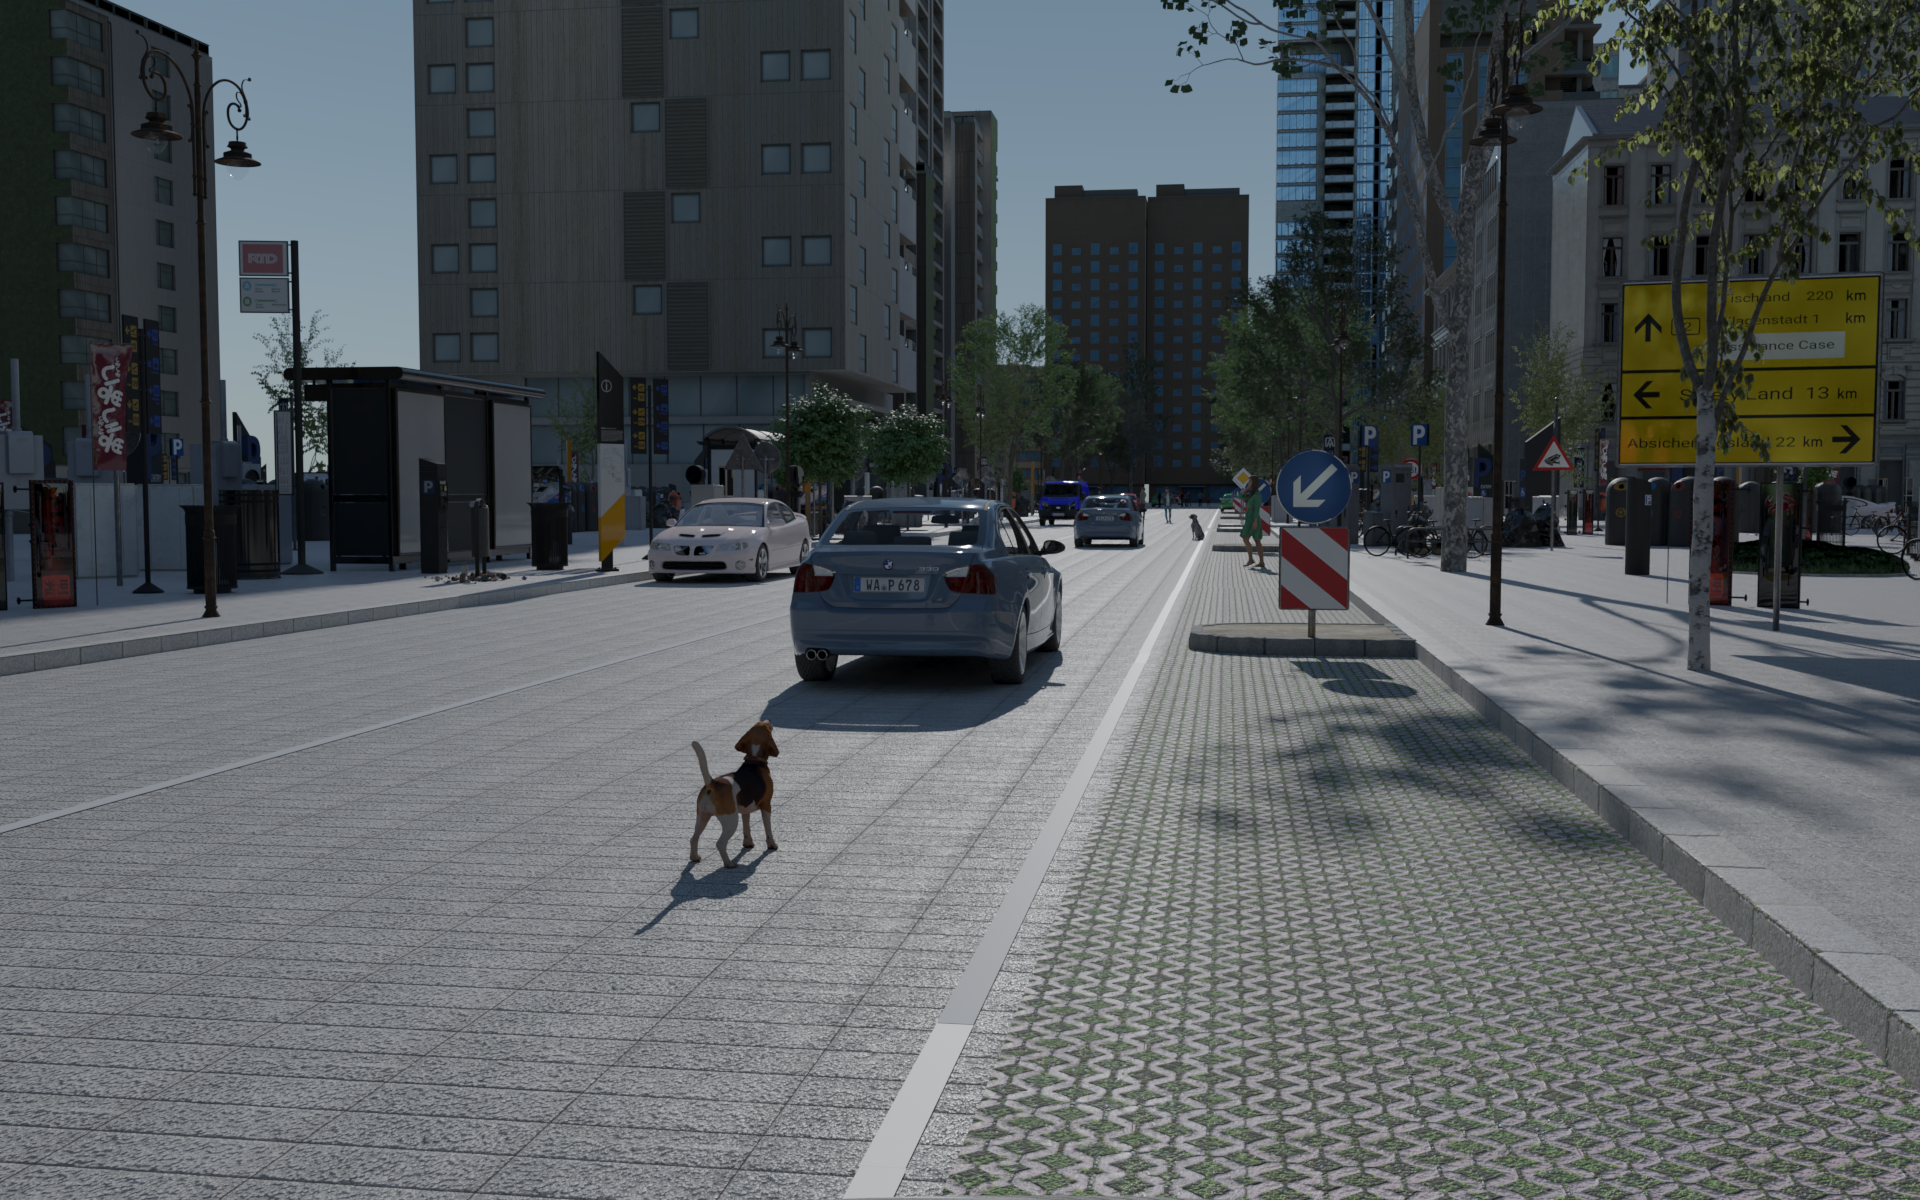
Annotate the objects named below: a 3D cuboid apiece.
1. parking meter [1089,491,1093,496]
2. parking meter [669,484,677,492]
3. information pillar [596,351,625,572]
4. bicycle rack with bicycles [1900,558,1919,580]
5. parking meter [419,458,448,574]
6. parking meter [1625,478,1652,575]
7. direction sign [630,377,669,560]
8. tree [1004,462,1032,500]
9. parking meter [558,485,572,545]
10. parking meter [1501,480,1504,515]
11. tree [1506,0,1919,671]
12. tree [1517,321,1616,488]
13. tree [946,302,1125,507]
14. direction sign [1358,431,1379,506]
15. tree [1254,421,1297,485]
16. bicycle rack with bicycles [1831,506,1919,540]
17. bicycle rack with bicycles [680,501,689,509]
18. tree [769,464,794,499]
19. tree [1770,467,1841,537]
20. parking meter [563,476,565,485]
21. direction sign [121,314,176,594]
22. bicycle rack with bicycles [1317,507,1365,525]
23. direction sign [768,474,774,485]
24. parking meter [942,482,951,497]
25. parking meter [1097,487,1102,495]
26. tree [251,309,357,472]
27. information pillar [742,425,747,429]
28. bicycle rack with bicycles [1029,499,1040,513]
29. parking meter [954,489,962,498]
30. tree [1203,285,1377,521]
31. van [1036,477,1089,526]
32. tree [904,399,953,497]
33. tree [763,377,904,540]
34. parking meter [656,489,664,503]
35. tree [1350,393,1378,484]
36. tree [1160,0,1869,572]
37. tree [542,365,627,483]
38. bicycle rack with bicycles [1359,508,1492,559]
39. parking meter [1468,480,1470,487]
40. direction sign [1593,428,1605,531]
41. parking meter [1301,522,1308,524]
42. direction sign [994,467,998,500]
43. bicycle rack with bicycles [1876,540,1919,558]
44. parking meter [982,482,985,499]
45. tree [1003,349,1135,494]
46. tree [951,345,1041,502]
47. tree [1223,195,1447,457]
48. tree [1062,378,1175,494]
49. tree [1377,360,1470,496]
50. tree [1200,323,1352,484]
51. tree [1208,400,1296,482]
[{"bbox_3d":[10.926,-8.364,145.165,0.372,1.533,0.369,0,3,0],"label":"parking meter"},{"bbox_3d":[-16.120,-5.596,97.204,0.399,1.863,0.255,-3,4,-36],"label":"parking meter"},{"bbox_3d":[-5.785,-2.281,28.646,0.183,3.616,0.504,3,5,45],"label":"information pillar"},{"bbox_3d":[15.470,-0.698,24.793,2.852,0.926,2.925,-1,4,-9],"label":"bicycle rack with bicycles"},{"bbox_3d":[-8.477,-1.358,27.913,0.399,1.863,0.255,1,4,15],"label":"parking meter"},{"bbox_3d":[10.780,-1.169,27.526,0.372,1.533,0.369,0,3,0],"label":"parking meter"},{"bbox_3d":[-6.060,-2.563,33.902,0.379,3.537,0.876,3,5,45],"label":"direction sign"},{"bbox_3d":[3.435,-6.547,101.637,1.663,3.219,1.824,0,3,0],"label":"tree"},{"bbox_3d":[-10.047,-2.177,43.999,0.372,1.533,0.369,0,3,0],"label":"parking meter"},{"bbox_3d":[22.314,-4.041,71.775,0.255,1.863,0.399,-1,4,-15],"label":"parking meter"},{"bbox_3d":[5.619,-3.790,12.326,4.360,8.622,3.978,0,3,0],"label":"tree"},{"bbox_3d":[25.221,-7.493,72.865,4.737,8.622,4.395,0,3,0],"label":"tree"},{"bbox_3d":[2.822,-10.229,93.006,9.928,11.665,9.643,0,3,0],"label":"tree"},{"bbox_3d":[14.638,-4.291,62.163,0.876,3.537,0.379,-2,4,-23],"label":"direction sign"},{"bbox_3d":[23.274,-10.940,129.230,4.737,8.622,4.395,0,3,0],"label":"tree"},{"bbox_3d":[28.152,-2.405,52.709,2.925,0.926,2.852,-1,4,-16],"label":"bicycle rack with bicycles"},{"bbox_3d":[-13.159,-4.567,88.045,2.852,0.926,2.925,3,4,39],"label":"bicycle rack with bicycles"},{"bbox_3d":[-9.794,-6.515,101.128,1.663,3.219,1.824,0,3,0],"label":"tree"},{"bbox_3d":[22.189,-3.124,45.677,1.663,3.219,1.824,0,3,0],"label":"tree"},{"bbox_3d":[-10.955,-2.537,47.185,0.399,1.863,0.255,2,4,26],"label":"parking meter"},{"bbox_3d":[-10.517,-1.855,22.333,0.379,3.537,0.876,0,4,2],"label":"direction sign"},{"bbox_3d":[11.299,-2.176,48.955,2.925,0.926,2.852,0,4,-5],"label":"bicycle rack with bicycles"},{"bbox_3d":[-9.538,-5.859,87.793,0.876,3.537,0.379,-2,4,-29],"label":"direction sign"},{"bbox_3d":[-0.638,-4.610,81.082,0.399,1.863,0.255,-1,4,-16],"label":"parking meter"},{"bbox_3d":[11.545,-8.397,143.002,0.399,1.863,0.255,1,4,9],"label":"parking meter"},{"bbox_3d":[-25.637,-7.203,68.131,4.737,8.622,4.395,0,3,0],"label":"tree"},{"bbox_3d":[-7.098,-4.093,58.278,0.504,3.616,0.183,0,4,0],"label":"information pillar"},{"bbox_3d":[6.901,-7.655,138.538,2.925,0.926,2.852,3,4,38],"label":"bicycle rack with bicycles"},{"bbox_3d":[-0.100,-4.903,88.583,0.372,1.533,0.369,0,3,0],"label":"parking meter"},{"bbox_3d":[17.889,-10.140,91.547,9.928,11.665,9.643,0,3,0],"label":"tree"},{"bbox_3d":[4.825,-4.611,79.774,2.240,2.365,5.245,1,4,10],"label":"van"},{"bbox_3d":[-1.892,-4.670,60.063,4.285,4.588,4.351,0,3,0],"label":"tree"},{"bbox_3d":[-3.841,-3.974,48.689,4.285,4.588,4.351,0,3,0],"label":"tree"},{"bbox_3d":[-14.022,-4.435,80.929,0.372,1.533,0.369,0,3,0],"label":"parking meter"},{"bbox_3d":[29.748,-10.440,121.052,4.737,8.622,4.395,0,3,0],"label":"tree"},{"bbox_3d":[8.332,-10.621,29.535,12.611,20.169,13.585,0,3,0],"label":"tree"},{"bbox_3d":[-20.723,-8.915,96.126,4.737,8.622,4.395,0,3,0],"label":"tree"},{"bbox_3d":[9.699,-1.334,35.201,2.925,0.926,2.852,0,4,8],"label":"bicycle rack with bicycles"},{"bbox_3d":[21.518,-4.185,74.143,0.399,1.863,0.255,0,4,-1],"label":"parking meter"},{"bbox_3d":[21.952,-4.128,59.492,0.379,3.537,0.876,0,4,0],"label":"direction sign"},{"bbox_3d":[14.837,-4.055,74.716,0.372,1.533,0.369,0,3,0],"label":"parking meter"},{"bbox_3d":[2.970,-9.261,143.411,0.379,3.537,0.876,-1,4,-15],"label":"direction sign"},{"bbox_3d":[21.292,-1.413,36.479,2.852,0.926,2.925,-3,5,-41],"label":"bicycle rack with bicycles"},{"bbox_3d":[1.107,-4.570,80.425,0.255,1.863,0.399,1,4,14],"label":"parking meter"},{"bbox_3d":[6.434,-10.898,112.596,8.767,10.594,7.601,2,4,24],"label":"tree"},{"bbox_3d":[1.810,-8.219,84.735,4.737,8.622,4.395,0,3,0],"label":"tree"},{"bbox_3d":[11.749,-7.343,54.473,7.601,10.594,8.767,1,4,19],"label":"tree"},{"bbox_3d":[15.839,-16.495,180.060,12.009,13.543,11.850,0,3,0],"label":"tree"},{"bbox_3d":[24.923,-8.733,93.150,4.737,8.622,4.395,0,3,0],"label":"tree"},{"bbox_3d":[20.931,-12.656,113.573,9.857,13.997,8.962,0,3,0],"label":"tree"},{"bbox_3d":[29.188,-15.315,167.412,9.611,12.733,9.660,0,3,0],"label":"tree"}]
